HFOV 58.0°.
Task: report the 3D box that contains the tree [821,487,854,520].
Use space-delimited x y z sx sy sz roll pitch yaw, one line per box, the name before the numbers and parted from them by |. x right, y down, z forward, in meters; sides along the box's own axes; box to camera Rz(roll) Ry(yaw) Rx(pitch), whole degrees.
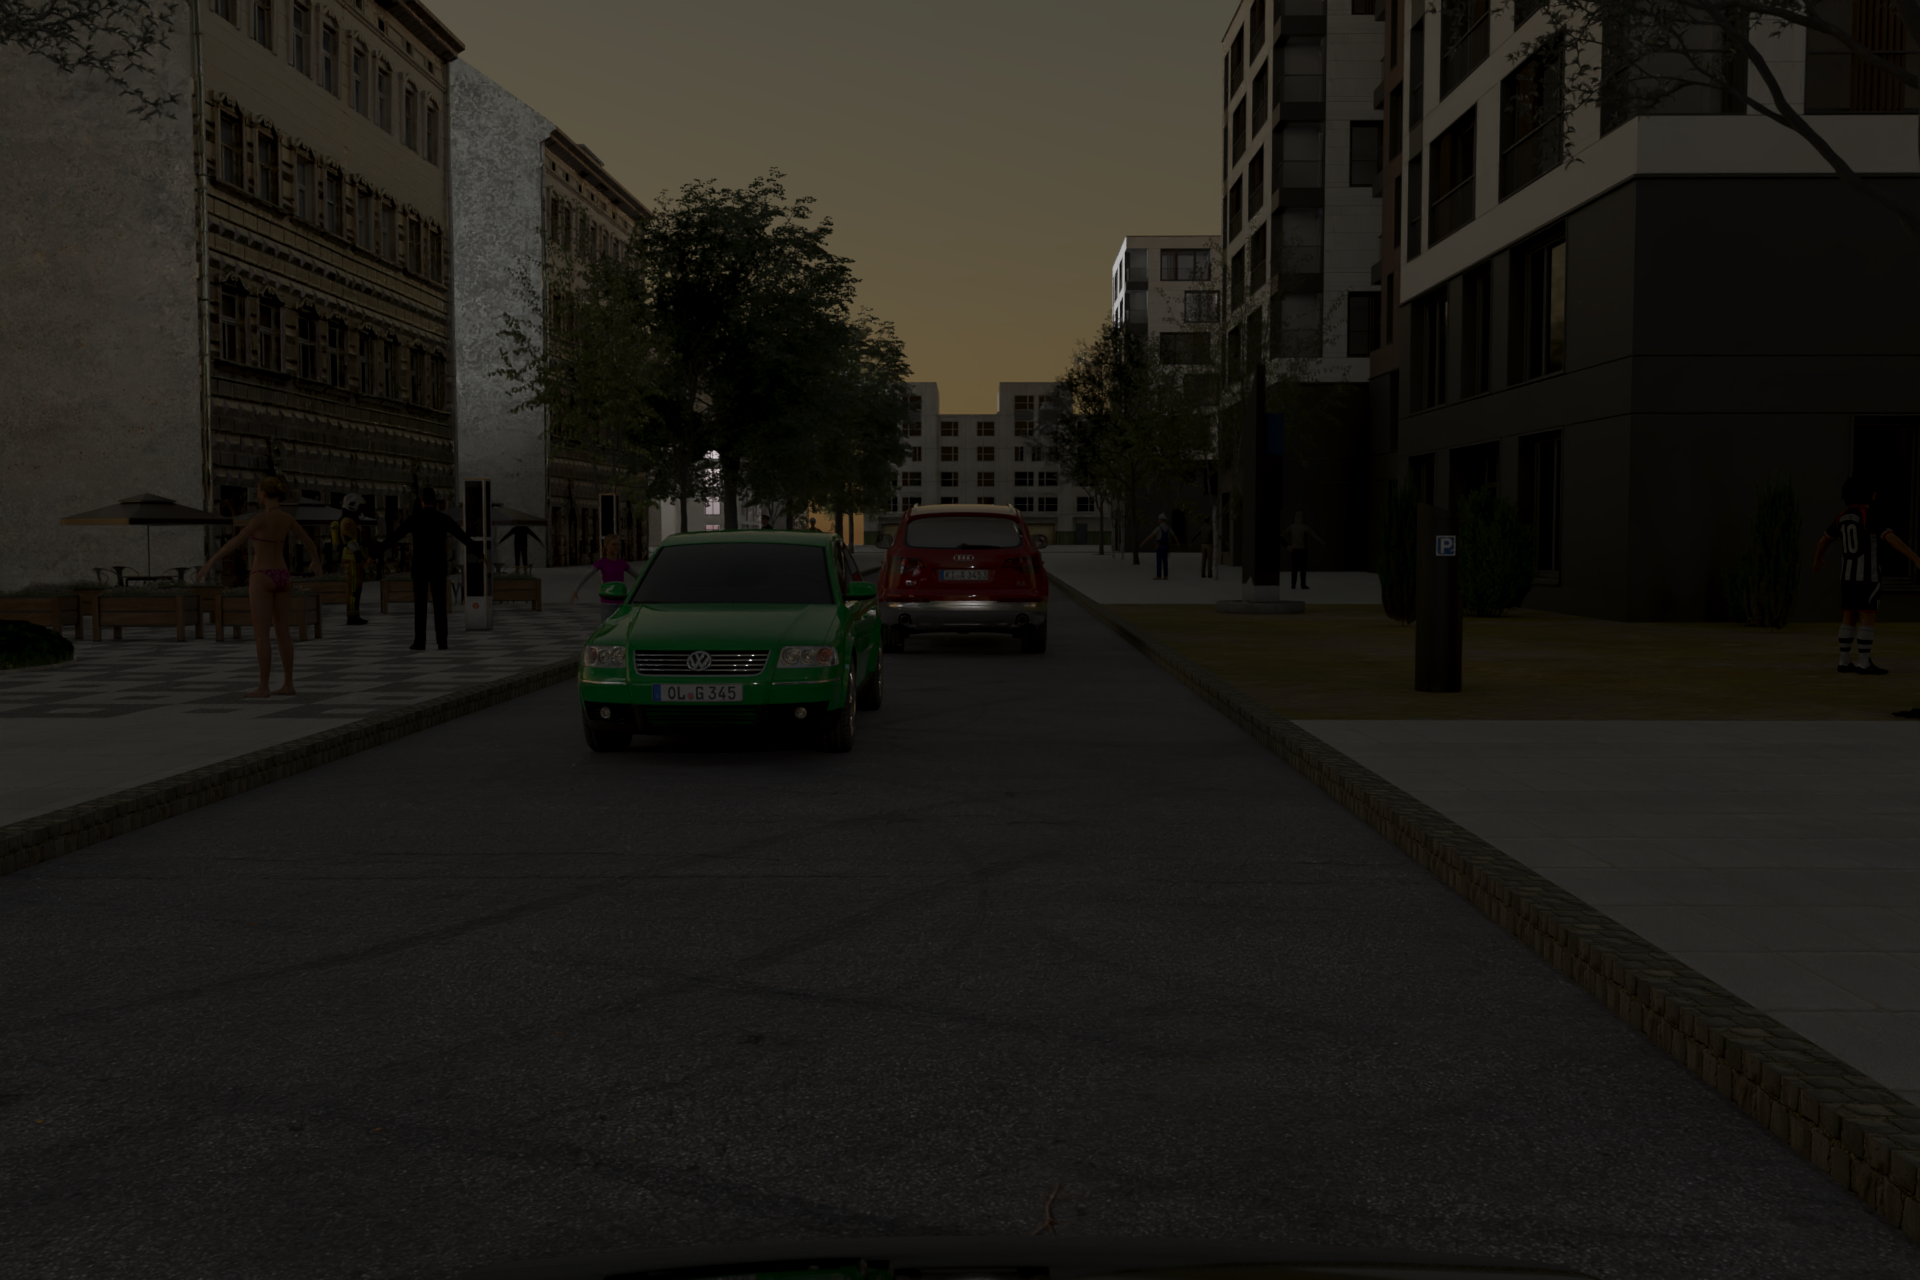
tree | -14.833 -15.853 209.554 4.737 8.622 4.395 0 3 0

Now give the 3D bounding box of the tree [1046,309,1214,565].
tree | 7.054 -8.433 72.296 7.601 10.594 8.767 0 4 6

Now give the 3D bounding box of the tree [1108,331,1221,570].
tree | 7.360 -6.841 62.219 4.737 8.622 4.395 0 3 0

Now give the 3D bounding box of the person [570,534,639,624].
person | -3.346 -0.314 16.862 0.991 1.433 0.599 -3 4 -39

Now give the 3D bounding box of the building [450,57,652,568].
building | -24.446 -14.842 73.590 19.493 23.208 18.063 0 4 2

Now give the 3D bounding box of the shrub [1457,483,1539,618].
shrub | 8.129 -1.395 26.855 1.661 2.075 1.752 0 3 0

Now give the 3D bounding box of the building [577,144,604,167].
building | -23.286 -14.010 85.489 16.016 20.090 11.380 0 4 1

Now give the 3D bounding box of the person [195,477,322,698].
person | -5.502 -0.422 13.697 0.721 1.733 1.217 2 4 26

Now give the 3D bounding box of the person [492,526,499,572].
person | -9.961 -1.858 36.566 0.705 1.806 1.347 -1 4 -21

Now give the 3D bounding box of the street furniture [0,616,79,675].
street furniture | -11.592 0.063 14.598 5.734 0.657 10.072 0 4 3

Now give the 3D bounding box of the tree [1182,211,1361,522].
tree | 6.550 -5.512 40.478 4.360 8.622 3.978 0 3 0

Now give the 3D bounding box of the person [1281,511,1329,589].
person | 7.928 -2.097 40.420 1.348 1.813 0.705 2 4 28

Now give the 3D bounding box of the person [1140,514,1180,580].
person | 5.653 -2.612 48.560 1.347 1.847 0.705 -2 4 -29

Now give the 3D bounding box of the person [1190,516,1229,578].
person | 7.273 -2.724 50.816 1.348 1.796 0.705 3 5 41

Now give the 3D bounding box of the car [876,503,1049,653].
car | 0.025 -0.837 22.360 2.281 1.827 5.304 0 4 0

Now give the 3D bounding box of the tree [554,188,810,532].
tree | -7.905 -6.937 47.830 8.767 10.594 7.601 2 4 35

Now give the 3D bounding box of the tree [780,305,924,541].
tree | -6.945 -11.675 97.548 9.857 13.997 8.962 0 3 0

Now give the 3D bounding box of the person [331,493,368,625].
person | -8.574 -1.151 24.582 0.705 1.858 1.354 -1 4 -17

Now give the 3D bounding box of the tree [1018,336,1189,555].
tree | 8.547 -11.890 104.777 12.009 13.543 11.850 0 3 0

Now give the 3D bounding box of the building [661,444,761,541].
building | -21.872 -12.837 152.031 9.099 9.664 28.070 0 4 1

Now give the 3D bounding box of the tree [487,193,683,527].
tree | -7.857 -5.325 37.433 4.737 8.622 4.395 0 3 0

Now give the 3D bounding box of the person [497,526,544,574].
person | -13.033 -2.768 51.389 1.346 1.812 0.704 -1 4 -20

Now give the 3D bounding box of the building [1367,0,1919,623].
building | 23.771 -12.015 40.421 27.936 21.610 32.646 0 4 1

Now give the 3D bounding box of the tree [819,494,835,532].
tree | -14.915 -15.498 203.758 4.737 8.622 4.395 0 3 0

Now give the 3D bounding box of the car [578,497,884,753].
car | -1.546 -0.243 12.773 1.959 1.807 4.718 0 4 1

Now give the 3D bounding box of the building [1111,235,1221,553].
building | 25.636 -17.791 134.849 27.936 21.610 32.646 0 4 1

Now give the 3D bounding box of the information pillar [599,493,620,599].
information pillar | -6.321 -1.637 31.264 0.304 2.012 0.304 0 4 2

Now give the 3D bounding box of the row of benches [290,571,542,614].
row of benches | -8.751 -0.774 28.125 4.104 0.672 1.422 -1 4 -22

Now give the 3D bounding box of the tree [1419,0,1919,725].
tree | 6.885 -6.175 11.332 12.009 13.543 11.850 0 3 0

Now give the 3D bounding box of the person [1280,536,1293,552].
person | 6.294 -1.795 35.540 1.347 1.806 0.705 -3 4 -38

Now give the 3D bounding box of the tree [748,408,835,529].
tree | -7.605 -7.409 71.507 4.737 8.622 4.395 0 3 0

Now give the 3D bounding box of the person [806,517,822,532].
person | -4.343 -2.719 50.918 1.216 1.772 0.721 0 4 6

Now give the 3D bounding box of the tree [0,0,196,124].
tree | -8.360 -6.131 10.614 12.009 13.543 11.850 0 3 0

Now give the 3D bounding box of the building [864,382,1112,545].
building | 4.662 -20.748 208.139 31.486 18.905 16.747 0 4 1

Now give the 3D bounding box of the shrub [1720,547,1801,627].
shrub | 11.102 -0.789 24.013 1.383 1.207 1.383 0 3 0

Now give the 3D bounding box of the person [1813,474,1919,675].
person | 8.292 -0.597 15.906 0.704 1.843 1.345 -1 4 -16

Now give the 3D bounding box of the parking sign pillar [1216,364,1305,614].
parking sign pillar | 4.917 -2.433 28.248 1.447 3.967 1.447 0 4 0

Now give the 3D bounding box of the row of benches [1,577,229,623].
row of benches | -12.108 -0.488 23.438 4.104 0.672 1.422 -3 5 -42

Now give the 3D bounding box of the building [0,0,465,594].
building | -25.054 -13.083 44.833 19.493 23.208 18.063 0 3 0

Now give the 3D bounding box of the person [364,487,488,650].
person | -5.904 -0.796 19.246 1.346 1.802 0.704 -2 4 -29

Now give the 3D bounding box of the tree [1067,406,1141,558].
tree | 7.931 -8.610 91.136 4.737 8.622 4.395 0 3 0

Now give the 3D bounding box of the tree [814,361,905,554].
tree | -7.421 -11.880 112.371 7.486 12.596 7.792 0 3 0

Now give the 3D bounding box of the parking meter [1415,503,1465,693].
parking meter | 3.913 -0.350 14.131 0.372 1.533 0.369 0 3 0

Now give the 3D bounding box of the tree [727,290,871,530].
tree | -7.714 -9.940 80.651 7.486 12.596 7.792 0 3 0

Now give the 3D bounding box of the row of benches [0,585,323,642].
row of benches | -9.706 -0.332 20.895 4.104 0.672 1.422 0 4 -2

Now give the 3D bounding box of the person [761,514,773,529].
person | -5.445 -2.596 48.382 0.705 1.837 1.347 -3 5 -40

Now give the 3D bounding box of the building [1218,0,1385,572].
building | 24.793 -14.083 74.232 27.936 21.610 32.646 0 4 1

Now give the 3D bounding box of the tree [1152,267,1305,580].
tree | 7.075 -5.975 48.060 4.360 8.622 3.978 0 3 0

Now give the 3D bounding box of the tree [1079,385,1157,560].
tree | 7.933 -8.217 84.713 4.737 8.622 4.395 0 3 0

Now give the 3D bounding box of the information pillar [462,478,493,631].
information pillar | -6.389 -1.129 22.958 0.304 2.012 0.304 0 4 0

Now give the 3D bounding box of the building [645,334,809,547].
building | -26.019 -21.334 179.735 19.493 23.208 18.063 0 4 1

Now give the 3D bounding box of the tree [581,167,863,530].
tree | -8.132 -9.389 60.173 9.857 13.997 8.962 0 3 0
